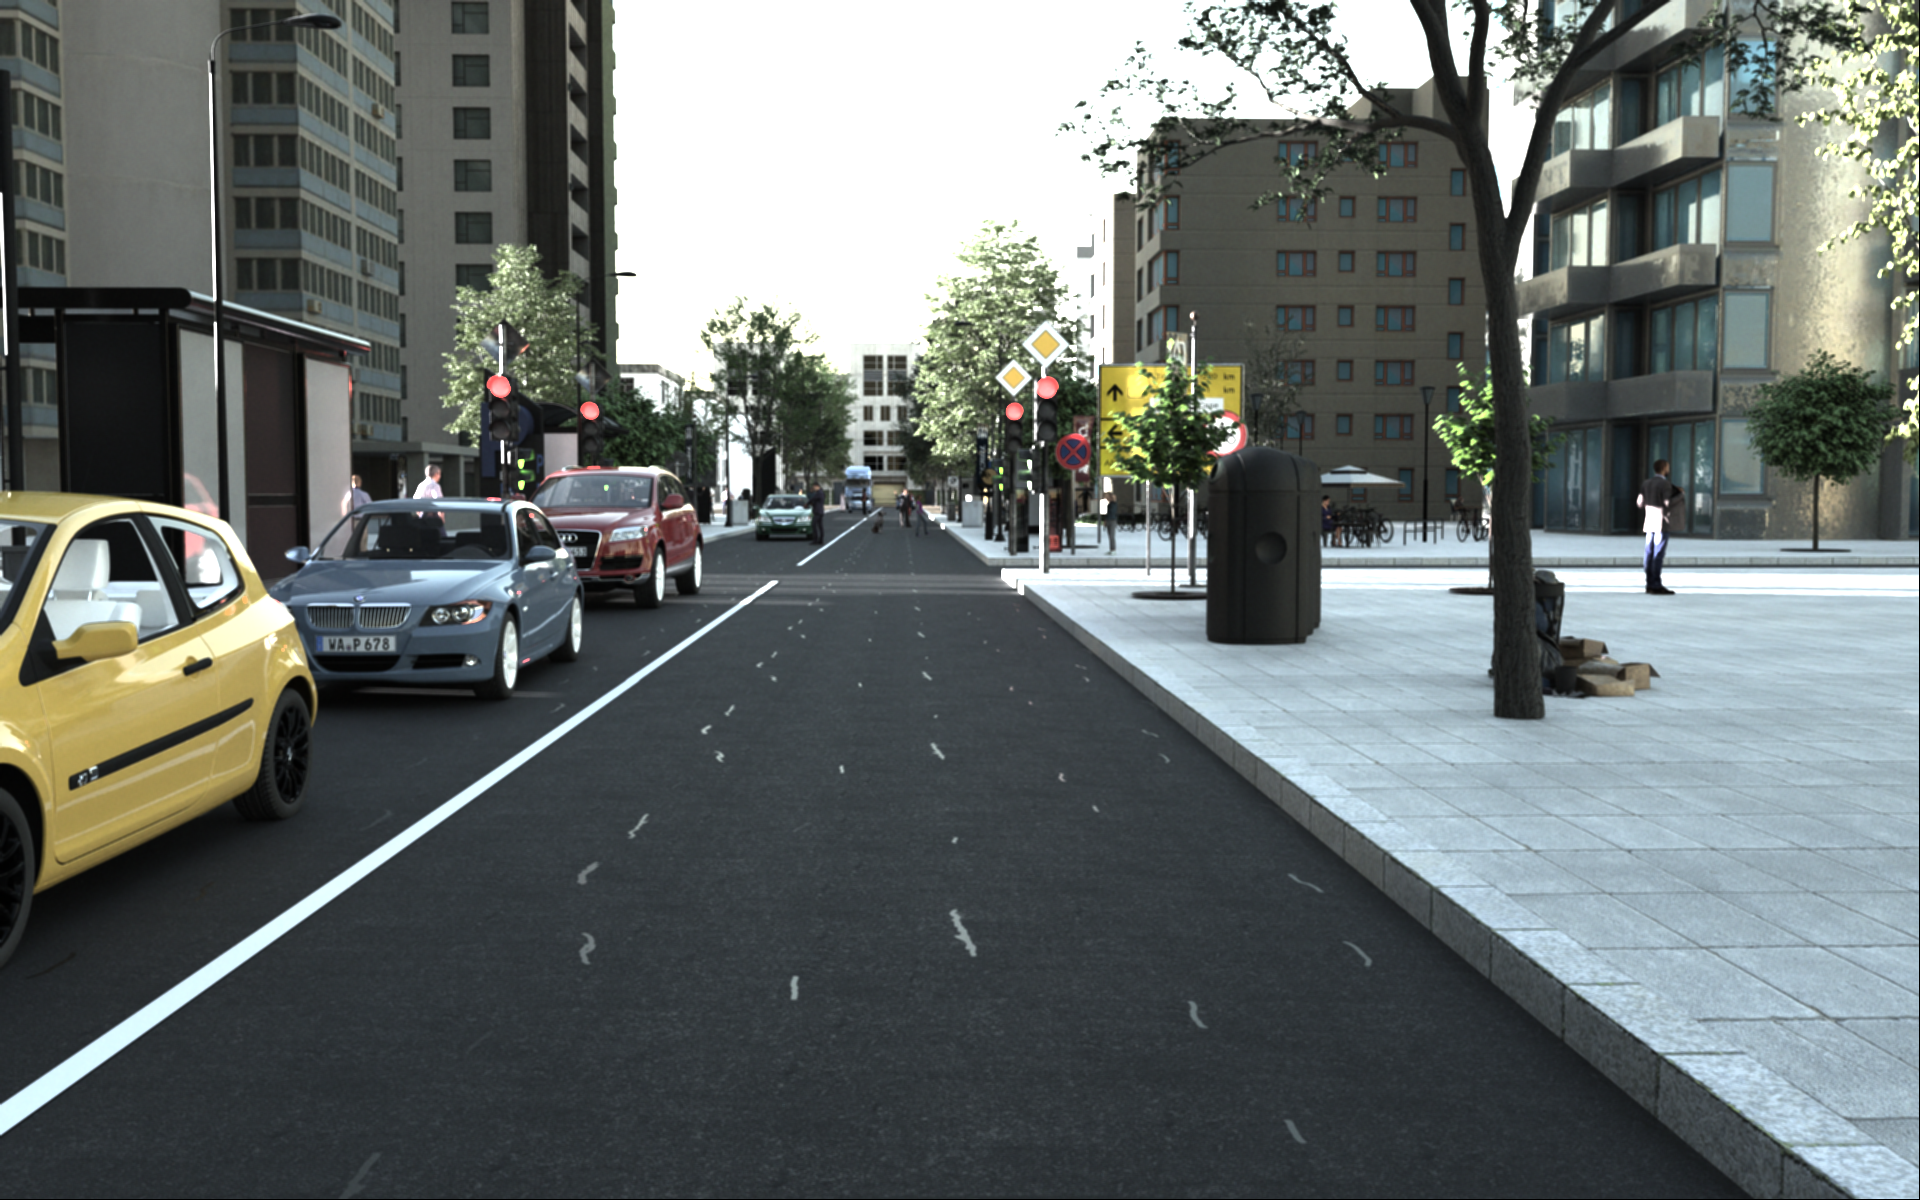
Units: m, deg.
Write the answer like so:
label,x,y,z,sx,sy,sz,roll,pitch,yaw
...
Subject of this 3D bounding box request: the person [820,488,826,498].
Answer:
label,x,y,z,sx,sy,sz,roll,pitch,yaw
person,-12.597,-9.254,156.980,1.348,1.869,0.705,3,4,39

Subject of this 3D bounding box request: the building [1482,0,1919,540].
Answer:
label,x,y,z,sx,sy,sz,roll,pitch,yaw
building,33.451,-26.732,56.685,30.456,49.044,23.786,0,4,-2

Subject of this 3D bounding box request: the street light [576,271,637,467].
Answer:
label,x,y,z,sx,sy,sz,roll,pitch,yaw
street light,-7.420,-3.895,36.216,1.470,5.913,1.316,0,4,-2

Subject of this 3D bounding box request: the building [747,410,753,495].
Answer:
label,x,y,z,sx,sy,sz,roll,pitch,yaw
building,-34.886,-14.179,173.971,28.070,9.664,9.099,0,4,-2

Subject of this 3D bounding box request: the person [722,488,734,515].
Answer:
label,x,y,z,sx,sy,sz,roll,pitch,yaw
person,-14.333,-6.100,106.716,0.756,1.711,0.436,1,4,14

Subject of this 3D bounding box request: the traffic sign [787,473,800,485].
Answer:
label,x,y,z,sx,sy,sz,roll,pitch,yaw
traffic sign,-10.195,-6.485,106.030,0.884,2.594,0.081,0,4,3

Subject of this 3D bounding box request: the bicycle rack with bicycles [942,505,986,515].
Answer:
label,x,y,z,sx,sy,sz,roll,pitch,yaw
bicycle rack with bicycles,0.159,-5.560,104.281,2.925,0.926,2.852,-1,4,-13

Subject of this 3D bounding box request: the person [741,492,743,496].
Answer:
label,x,y,z,sx,sy,sz,roll,pitch,yaw
person,-16.685,-7.544,132.654,0.557,1.426,1.065,1,4,17

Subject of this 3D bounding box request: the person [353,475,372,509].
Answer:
label,x,y,z,sx,sy,sz,roll,pitch,yaw
person,-9.411,-1.155,26.995,0.516,1.574,0.319,0,4,1

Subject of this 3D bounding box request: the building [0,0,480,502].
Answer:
label,x,y,z,sx,sy,sz,roll,pitch,yaw
building,-34.046,-22.580,61.060,32.217,40.220,23.993,0,4,-2

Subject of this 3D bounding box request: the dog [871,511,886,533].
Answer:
label,x,y,z,sx,sy,sz,roll,pitch,yaw
dog,-3.028,-2.894,64.151,0.513,0.831,0.800,0,4,-7

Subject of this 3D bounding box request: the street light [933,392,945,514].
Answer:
label,x,y,z,sx,sy,sz,roll,pitch,yaw
street light,-0.537,-6.474,78.394,1.470,5.913,1.316,0,4,-2

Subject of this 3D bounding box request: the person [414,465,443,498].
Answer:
label,x,y,z,sx,sy,sz,roll,pitch,yaw
person,-7.718,-1.131,25.475,0.436,1.711,0.756,-3,5,-40

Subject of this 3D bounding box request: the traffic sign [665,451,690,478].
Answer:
label,x,y,z,sx,sy,sz,roll,pitch,yaw
traffic sign,-8.389,-3.139,51.428,0.768,2.556,0.104,0,4,7

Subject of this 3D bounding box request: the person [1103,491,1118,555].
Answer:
label,x,y,z,sx,sy,sz,roll,pitch,yaw
person,3.189,-1.635,36.687,0.340,1.345,0.435,-3,5,-40

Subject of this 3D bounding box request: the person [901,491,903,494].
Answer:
label,x,y,z,sx,sy,sz,roll,pitch,yaw
person,-5.634,-9.823,170.037,0.756,1.711,0.436,-2,4,-27

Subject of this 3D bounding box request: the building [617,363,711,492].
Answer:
label,x,y,z,sx,sy,sz,roll,pitch,yaw
building,-24.321,-11.186,125.038,9.099,9.664,28.070,0,4,-2

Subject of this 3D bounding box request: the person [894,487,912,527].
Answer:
label,x,y,z,sx,sy,sz,roll,pitch,yaw
person,-2.449,-3.989,74.526,0.742,1.727,0.445,-3,5,-42

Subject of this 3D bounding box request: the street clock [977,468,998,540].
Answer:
label,x,y,z,sx,sy,sz,roll,pitch,yaw
street clock,0.808,-2.679,48.369,0.471,2.002,0.358,-1,4,-12

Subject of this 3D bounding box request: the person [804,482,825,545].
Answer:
label,x,y,z,sx,sy,sz,roll,pitch,yaw
person,-4.144,-2.463,49.215,0.568,1.767,0.683,0,4,7

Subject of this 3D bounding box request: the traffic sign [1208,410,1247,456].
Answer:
label,x,y,z,sx,sy,sz,roll,pitch,yaw
traffic sign,3.960,-1.600,26.271,0.768,2.556,0.104,0,4,2

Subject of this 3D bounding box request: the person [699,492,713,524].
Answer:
label,x,y,z,sx,sy,sz,roll,pitch,yaw
person,-11.156,-4.040,75.280,0.799,1.438,0.628,-1,4,-19

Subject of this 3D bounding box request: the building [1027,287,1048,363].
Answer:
label,x,y,z,sx,sy,sz,roll,pitch,yaw
building,13.480,-18.742,162.856,16.016,20.091,11.380,0,4,-2

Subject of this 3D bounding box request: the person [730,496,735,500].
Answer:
label,x,y,z,sx,sy,sz,roll,pitch,yaw
person,-17.939,-7.674,134.774,1.065,1.426,0.557,0,4,7

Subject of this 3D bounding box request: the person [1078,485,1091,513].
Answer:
label,x,y,z,sx,sy,sz,roll,pitch,yaw
person,8.412,-6.776,116.462,0.705,1.869,1.348,-3,5,-39

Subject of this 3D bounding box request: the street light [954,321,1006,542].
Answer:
label,x,y,z,sx,sy,sz,roll,pitch,yaw
street light,0.545,-4.540,46.762,1.470,5.913,1.316,0,4,-2

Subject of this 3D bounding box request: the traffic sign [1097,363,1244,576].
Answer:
label,x,y,z,sx,sy,sz,roll,pitch,yaw
traffic sign,3.271,-2.026,26.999,2.265,3.308,0.079,0,4,1

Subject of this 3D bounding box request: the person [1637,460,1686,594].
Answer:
label,x,y,z,sx,sy,sz,roll,pitch,yaw
person,9.026,-0.941,22.249,0.431,1.722,0.655,-1,4,-9

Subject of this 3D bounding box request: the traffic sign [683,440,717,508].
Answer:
label,x,y,z,sx,sy,sz,roll,pitch,yaw
traffic sign,-10.069,-4.267,63.646,2.265,3.308,0.079,0,4,1

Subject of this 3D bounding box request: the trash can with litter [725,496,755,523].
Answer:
label,x,y,z,sx,sy,sz,roll,pitch,yaw
trash can with litter,-9.782,-4.122,78.458,1.678,1.210,2.233,0,4,1

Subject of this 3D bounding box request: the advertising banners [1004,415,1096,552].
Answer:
label,x,y,z,sx,sy,sz,roll,pitch,yaw
advertising banners,1.993,-2.569,38.187,2.074,3.025,0.090,-1,4,-13

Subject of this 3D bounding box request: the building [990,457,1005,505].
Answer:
label,x,y,z,sx,sy,sz,roll,pitch,yaw
building,17.300,-16.283,208.381,28.070,9.664,9.099,0,4,-2

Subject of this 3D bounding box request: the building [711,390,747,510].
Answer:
label,x,y,z,sx,sy,sz,roll,pitch,yaw
building,-24.993,-12.957,153.996,9.099,9.664,28.070,0,4,-2

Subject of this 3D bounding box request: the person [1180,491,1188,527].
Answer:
label,x,y,z,sx,sy,sz,roll,pitch,yaw
person,9.055,-3.758,68.204,0.376,1.734,0.841,-2,4,-27

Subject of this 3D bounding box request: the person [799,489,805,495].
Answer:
label,x,y,z,sx,sy,sz,roll,pitch,yaw
person,-16.466,-10.612,179.636,1.348,1.812,0.705,2,4,33

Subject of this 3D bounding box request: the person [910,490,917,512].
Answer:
label,x,y,z,sx,sy,sz,roll,pitch,yaw
person,-4.076,-8.065,141.081,1.217,1.743,0.721,-2,4,-26

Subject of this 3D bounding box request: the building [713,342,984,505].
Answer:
label,x,y,z,sx,sy,sz,roll,pitch,yaw
building,-13.191,-21.011,209.993,31.486,18.905,16.747,0,4,-2

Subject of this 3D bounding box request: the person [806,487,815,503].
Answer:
label,x,y,z,sx,sy,sz,roll,pitch,yaw
person,-8.186,-5.287,95.074,0.598,1.807,0.434,0,4,-7

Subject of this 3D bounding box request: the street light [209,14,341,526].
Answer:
label,x,y,z,sx,sy,sz,roll,pitch,yaw
street light,-6.689,-2.714,16.910,1.470,5.913,1.316,0,4,-2

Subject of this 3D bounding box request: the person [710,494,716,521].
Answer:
label,x,y,z,sx,sy,sz,roll,pitch,yaw
person,-11.918,-4.460,82.874,0.340,1.345,0.435,3,5,40

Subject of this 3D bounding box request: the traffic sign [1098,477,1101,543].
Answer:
label,x,y,z,sx,sy,sz,roll,pitch,yaw
traffic sign,3.630,-2.752,45.099,0.768,2.556,0.104,0,4,1

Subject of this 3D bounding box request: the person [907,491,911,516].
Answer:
label,x,y,z,sx,sy,sz,roll,pitch,yaw
person,-3.311,-6.146,110.688,0.444,1.614,0.593,1,4,22

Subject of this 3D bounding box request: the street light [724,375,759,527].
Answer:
label,x,y,z,sx,sy,sz,roll,pitch,yaw
street light,-8.530,-5.817,67.645,1.470,5.913,1.316,0,4,-2

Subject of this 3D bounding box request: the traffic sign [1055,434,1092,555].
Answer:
label,x,y,z,sx,sy,sz,roll,pitch,yaw
traffic sign,2.391,-2.229,36.552,0.768,2.556,0.104,0,4,6

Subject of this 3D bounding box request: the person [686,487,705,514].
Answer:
label,x,y,z,sx,sy,sz,roll,pitch,yaw
person,-10.116,-3.632,66.231,0.742,1.727,0.445,-2,4,-23

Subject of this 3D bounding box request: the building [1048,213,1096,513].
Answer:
label,x,y,z,sx,sy,sz,roll,pitch,yaw
building,14.918,-16.289,122.743,16.016,20.091,11.380,0,4,-2

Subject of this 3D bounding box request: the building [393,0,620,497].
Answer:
label,x,y,z,sx,sy,sz,roll,pitch,yaw
building,-26.170,-19.548,91.316,14.160,30.474,14.107,0,4,-2

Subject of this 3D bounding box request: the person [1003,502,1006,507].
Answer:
label,x,y,z,sx,sy,sz,roll,pitch,yaw
person,4.288,-9.910,168.101,1.348,1.821,0.705,-1,4,-12

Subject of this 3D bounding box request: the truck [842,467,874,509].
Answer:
label,x,y,z,sx,sy,sz,roll,pitch,yaw
truck,-10.041,-11.309,174.661,2.967,4.110,18.799,0,4,-2

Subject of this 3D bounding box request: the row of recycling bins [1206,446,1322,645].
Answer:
label,x,y,z,sx,sy,sz,roll,pitch,yaw
row of recycling bins,2.913,-0.567,16.376,1.069,1.692,3.534,1,4,12

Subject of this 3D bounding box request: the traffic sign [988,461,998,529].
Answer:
label,x,y,z,sx,sy,sz,roll,pitch,yaw
traffic sign,1.285,-3.937,64.469,0.768,2.556,0.104,0,4,4

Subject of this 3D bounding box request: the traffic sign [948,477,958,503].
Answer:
label,x,y,z,sx,sy,sz,roll,pitch,yaw
traffic sign,-0.393,-5.956,99.504,0.606,2.300,0.079,0,4,8

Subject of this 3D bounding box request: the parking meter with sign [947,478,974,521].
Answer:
label,x,y,z,sx,sy,sz,roll,pitch,yaw
parking meter with sign,0.276,-5.283,82.634,1.738,3.016,0.543,-1,4,-12

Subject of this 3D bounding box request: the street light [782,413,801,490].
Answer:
label,x,y,z,sx,sy,sz,roll,pitch,yaw
street light,-9.622,-7.739,99.074,1.470,5.913,1.316,0,4,-2

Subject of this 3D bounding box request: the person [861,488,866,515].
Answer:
label,x,y,z,sx,sy,sz,roll,pitch,yaw
person,-6.566,-6.706,118.108,0.705,1.831,1.348,-1,4,-12

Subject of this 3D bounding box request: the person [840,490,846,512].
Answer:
label,x,y,z,sx,sy,sz,roll,pitch,yaw
person,-9.450,-7.999,139.944,0.621,1.740,0.551,-2,4,-30

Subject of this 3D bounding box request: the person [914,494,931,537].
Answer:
label,x,y,z,sx,sy,sz,roll,pitch,yaw
person,-1.215,-2.856,58.427,0.776,1.435,0.726,0,4,2

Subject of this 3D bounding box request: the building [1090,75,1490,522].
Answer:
label,x,y,z,sx,sy,sz,roll,pitch,yaw
building,22.537,-15.267,94.661,27.650,21.520,28.899,0,4,-2
